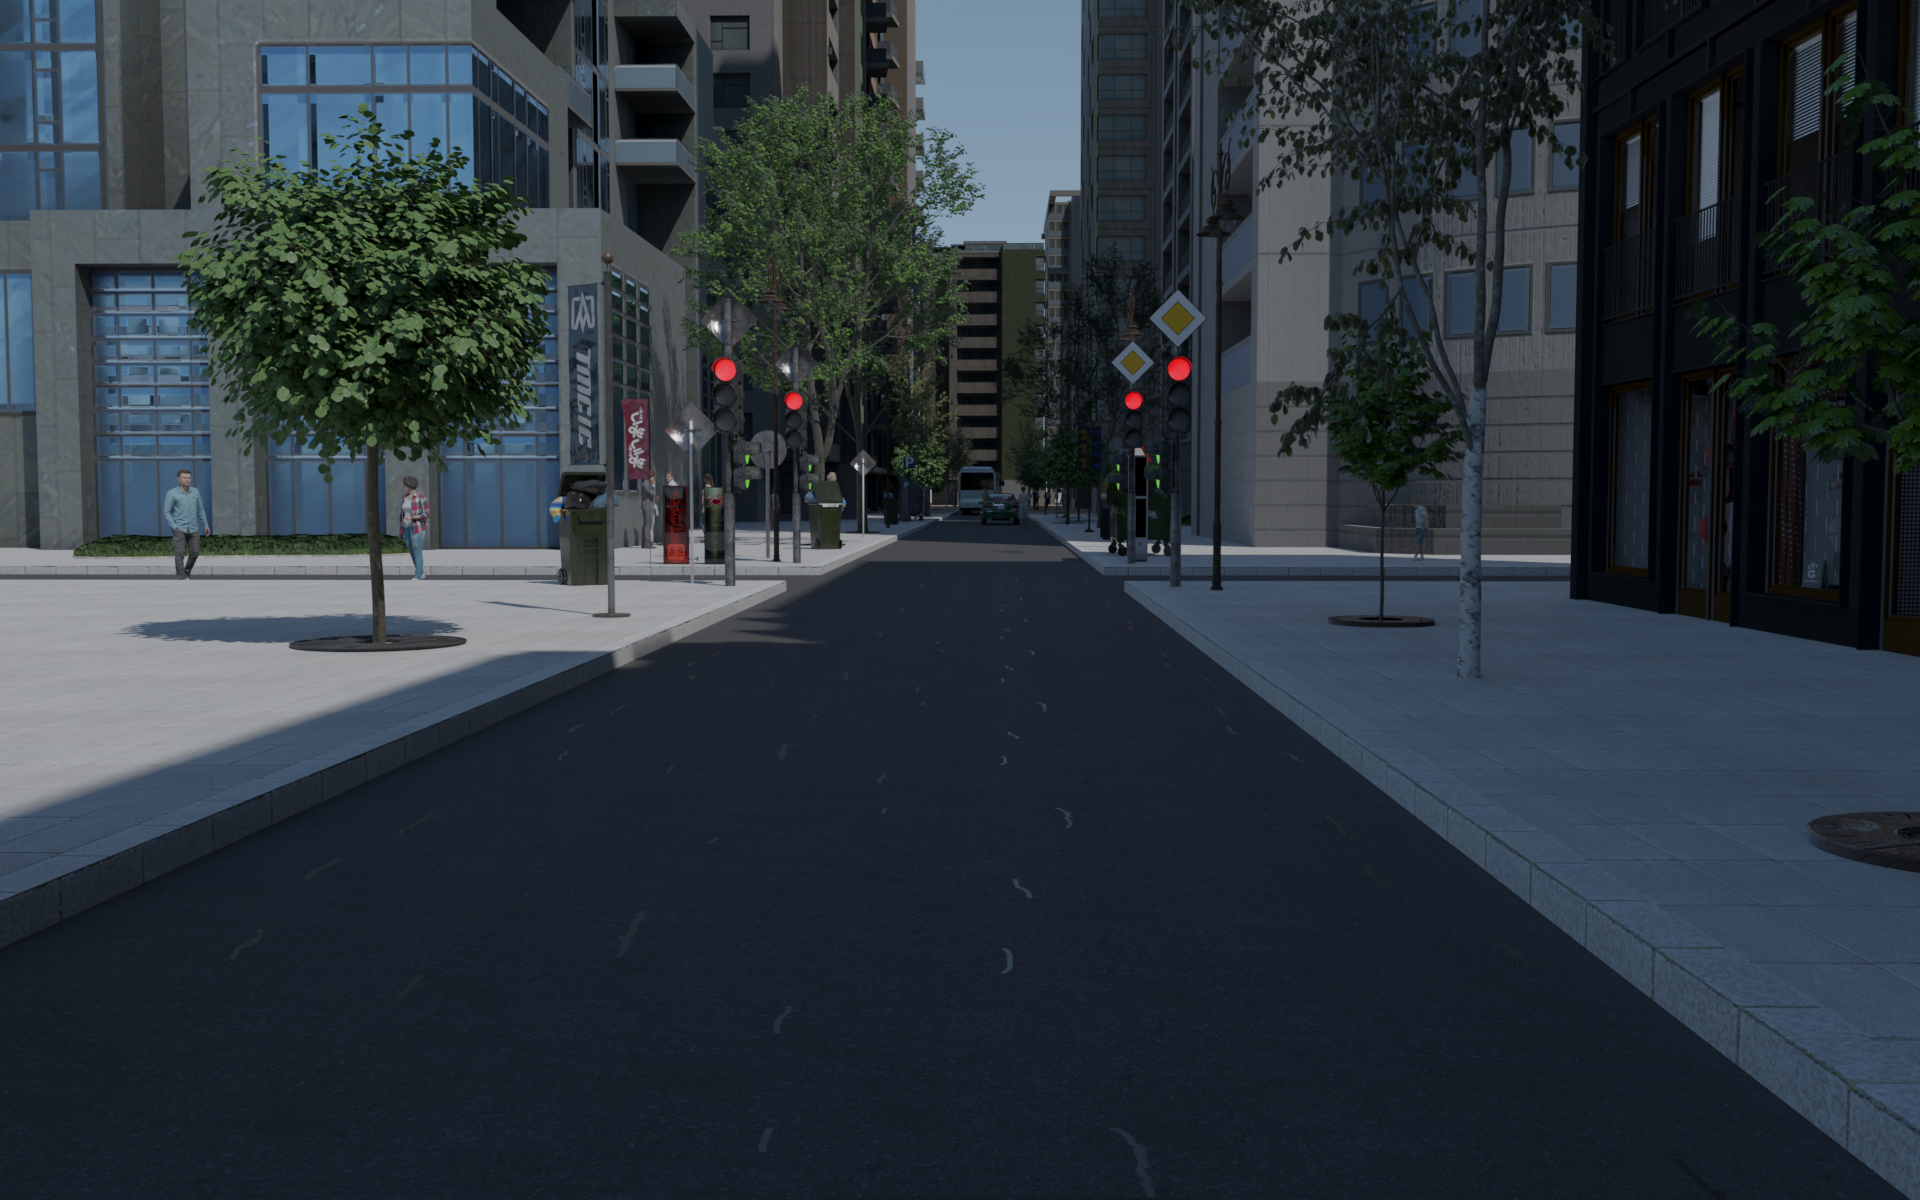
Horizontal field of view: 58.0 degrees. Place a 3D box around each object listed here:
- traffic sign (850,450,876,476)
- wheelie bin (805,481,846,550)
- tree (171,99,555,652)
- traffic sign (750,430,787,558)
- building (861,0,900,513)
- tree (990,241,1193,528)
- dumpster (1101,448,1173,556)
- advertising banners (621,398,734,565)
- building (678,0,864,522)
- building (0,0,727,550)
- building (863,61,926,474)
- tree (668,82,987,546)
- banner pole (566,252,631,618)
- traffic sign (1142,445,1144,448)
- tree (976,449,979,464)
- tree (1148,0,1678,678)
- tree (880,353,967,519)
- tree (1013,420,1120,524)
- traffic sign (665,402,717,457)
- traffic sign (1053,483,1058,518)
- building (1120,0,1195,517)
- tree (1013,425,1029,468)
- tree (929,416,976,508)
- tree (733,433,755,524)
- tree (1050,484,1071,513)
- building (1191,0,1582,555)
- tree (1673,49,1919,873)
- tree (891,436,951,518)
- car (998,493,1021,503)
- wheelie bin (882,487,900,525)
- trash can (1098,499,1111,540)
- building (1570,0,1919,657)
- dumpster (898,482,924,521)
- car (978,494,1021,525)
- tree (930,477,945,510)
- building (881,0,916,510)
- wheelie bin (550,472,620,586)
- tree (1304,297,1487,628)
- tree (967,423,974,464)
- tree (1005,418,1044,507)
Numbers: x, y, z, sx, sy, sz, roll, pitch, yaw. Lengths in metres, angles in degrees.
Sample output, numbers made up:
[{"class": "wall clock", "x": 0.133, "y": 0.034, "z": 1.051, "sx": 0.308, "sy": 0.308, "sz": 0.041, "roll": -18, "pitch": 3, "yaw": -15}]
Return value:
[{"class": "traffic sign", "x": -2.883, "y": -3.156, "z": 51.336, "sx": 0.795, "sy": 2.593, "sz": 0.064, "roll": 0, "pitch": 4, "yaw": 6}, {"class": "wheelie bin", "x": -3.168, "y": -1.981, "z": 40.290, "sx": 0.980, "sy": 1.594, "sz": 0.693, "roll": -2, "pitch": 4, "yaw": -28}, {"class": "tree", "x": -4.943, "y": -1.894, "z": 14.682, "sx": 4.285, "sy": 4.588, "sz": 4.351, "roll": 0, "pitch": 3, "yaw": 0}, {"class": "traffic sign", "x": -3.837, "y": -2.107, "z": 34.551, "sx": 0.768, "sy": 2.556, "sz": 0.104, "roll": 0, "pitch": 4, "yaw": 5}, {"class": "building", "x": -15.722, "y": -28.577, "z": 121.860, "sx": 22.147, "sy": 44.769, "sz": 28.867, "roll": 0, "pitch": 4, "yaw": 1}, {"class": "tree", "x": 5.258, "y": -7.970, "z": 64.729, "sx": 8.767, "sy": 10.594, "sz": 7.601, "roll": 0, "pitch": 4, "yaw": 3}, {"class": "dumpster", "x": 3.768, "y": -2.072, "z": 36.371, "sx": 1.502, "sy": 2.255, "sz": 1.985, "roll": 0, "pitch": 4, "yaw": 1}, {"class": "advertising banners", "x": -5.144, "y": -2.160, "z": 31.500, "sx": 2.074, "sy": 3.025, "sz": 0.090, "roll": 0, "pitch": 4, "yaw": 7}, {"class": "building", "x": -12.289, "y": -19.135, "z": 84.565, "sx": 14.160, "sy": 30.474, "sz": 14.107, "roll": 0, "pitch": 4, "yaw": 1}, {"class": "building", "x": -18.894, "y": -45.249, "z": 52.498, "sx": 22.319, "sy": 86.520, "sz": 31.000, "roll": 0, "pitch": 4, "yaw": 1}, {"class": "building", "x": -18.768, "y": -33.572, "z": 168.508, "sx": 30.456, "sy": 49.044, "sz": 23.786, "roll": 0, "pitch": 4, "yaw": 1}, {"class": "tree", "x": -3.351, "y": -7.162, "z": 42.848, "sx": 9.928, "sy": 11.665, "sz": 9.643, "roll": 0, "pitch": 3, "yaw": 0}, {"class": "banner pole", "x": -3.828, "y": -1.721, "z": 18.152, "sx": 0.863, "sy": 3.779, "sz": 0.401, "roll": 3, "pitch": 4, "yaw": 38}, {"class": "traffic sign", "x": 4.193, "y": -2.497, "z": 40.827, "sx": 0.884, "sy": 2.594, "sz": 0.081, "roll": 0, "pitch": 4, "yaw": 2}, {"class": "tree", "x": -0.014, "y": -14.354, "z": 185.055, "sx": 4.360, "sy": 8.622, "sz": 3.978, "roll": 0, "pitch": 3, "yaw": 0}, {"class": "tree", "x": 3.417, "y": -3.774, "z": 12.067, "sx": 4.360, "sy": 8.622, "sz": 3.978, "roll": 0, "pitch": 3, "yaw": 0}, {"class": "tree", "x": -2.228, "y": -8.500, "z": 89.343, "sx": 4.737, "sy": 8.622, "sz": 4.395, "roll": 0, "pitch": 3, "yaw": 0}, {"class": "tree", "x": 5.645, "y": -5.975, "z": 81.405, "sx": 4.285, "sy": 4.588, "sz": 4.351, "roll": 0, "pitch": 3, "yaw": 0}, {"class": "traffic sign", "x": -3.853, "y": -1.533, "z": 24.802, "sx": 0.795, "sy": 2.593, "sz": 0.064, "roll": 0, "pitch": 4, "yaw": 6}, {"class": "traffic sign", "x": 5.103, "y": -5.576, "z": 91.272, "sx": 0.768, "sy": 2.556, "sz": 0.104, "roll": 0, "pitch": 4, "yaw": 2}, {"class": "building", "x": 18.755, "y": -39.426, "z": 82.861, "sx": 20.563, "sy": 71.187, "sz": 20.611, "roll": 0, "pitch": 4, "yaw": 1}, {"class": "tree", "x": 7.472, "y": -13.920, "z": 177.951, "sx": 4.360, "sy": 8.622, "sz": 3.978, "roll": 0, "pitch": 3, "yaw": 0}, {"class": "tree", "x": -1.175, "y": -12.690, "z": 157.842, "sx": 4.360, "sy": 8.622, "sz": 3.978, "roll": 0, "pitch": 3, "yaw": 0}, {"class": "tree", "x": -10.233, "y": -5.519, "z": 73.946, "sx": 4.285, "sy": 4.588, "sz": 4.351, "roll": 0, "pitch": 3, "yaw": 0}, {"class": "tree", "x": 6.640, "y": -7.489, "z": 117.040, "sx": 1.663, "sy": 3.219, "sz": 1.824, "roll": 0, "pitch": 3, "yaw": 0}, {"class": "building", "x": 21.191, "y": -30.705, "z": 44.031, "sx": 28.212, "sy": 58.520, "sz": 21.231, "roll": 0, "pitch": 4, "yaw": 1}, {"class": "tree", "x": 3.730, "y": -0.709, "z": 6.194, "sx": 1.663, "sy": 3.219, "sz": 1.824, "roll": 0, "pitch": 3, "yaw": 0}, {"class": "tree", "x": -2.124, "y": -6.797, "z": 94.849, "sx": 4.285, "sy": 4.588, "sz": 4.351, "roll": 0, "pitch": 3, "yaw": 0}, {"class": "car", "x": 2.878, "y": -6.316, "z": 112.311, "sx": 2.155, "sy": 1.783, "sz": 4.494, "roll": 0, "pitch": 4, "yaw": 2}, {"class": "wheelie bin", "x": -2.902, "y": -3.954, "z": 72.558, "sx": 0.693, "sy": 1.594, "sz": 0.980, "roll": -1, "pitch": 4, "yaw": -11}, {"class": "trash can", "x": 4.222, "y": -2.252, "z": 48.466, "sx": 0.748, "sy": 1.137, "sz": 0.748, "roll": 0, "pitch": 3, "yaw": 0}, {"class": "building", "x": 13.444, "y": -11.181, "z": 12.487, "sx": 12.332, "sy": 23.373, "sz": 15.834, "roll": 0, "pitch": 4, "yaw": 1}, {"class": "dumpster", "x": -2.375, "y": -4.728, "z": 83.061, "sx": 1.264, "sy": 1.857, "sz": 1.865, "roll": 0, "pitch": 4, "yaw": 1}, {"class": "car", "x": 1.915, "y": -4.324, "z": 82.502, "sx": 2.131, "sy": 1.459, "sz": 4.920, "roll": 0, "pitch": 4, "yaw": 1}, {"class": "tree", "x": -1.901, "y": -9.040, "z": 142.412, "sx": 1.663, "sy": 3.219, "sz": 1.824, "roll": 0, "pitch": 3, "yaw": 0}, {"class": "building", "x": -10.875, "y": -30.167, "z": 143.338, "sx": 14.600, "sy": 45.320, "sz": 14.200, "roll": 0, "pitch": 4, "yaw": 1}, {"class": "wheelie bin", "x": -5.262, "y": -1.011, "z": 24.445, "sx": 0.980, "sy": 1.594, "sz": 0.693, "roll": -2, "pitch": 4, "yaw": -30}, {"class": "tree", "x": 4.300, "y": -1.370, "z": 17.009, "sx": 1.663, "sy": 3.219, "sz": 1.824, "roll": 0, "pitch": 3, "yaw": 0}, {"class": "tree", "x": -0.599, "y": -13.261, "z": 167.181, "sx": 4.737, "sy": 8.622, "sz": 4.395, "roll": 0, "pitch": 3, "yaw": 0}, {"class": "tree", "x": 6.525, "y": -13.150, "z": 165.366, "sx": 4.737, "sy": 8.622, "sz": 4.395, "roll": 0, "pitch": 3, "yaw": 0}]
